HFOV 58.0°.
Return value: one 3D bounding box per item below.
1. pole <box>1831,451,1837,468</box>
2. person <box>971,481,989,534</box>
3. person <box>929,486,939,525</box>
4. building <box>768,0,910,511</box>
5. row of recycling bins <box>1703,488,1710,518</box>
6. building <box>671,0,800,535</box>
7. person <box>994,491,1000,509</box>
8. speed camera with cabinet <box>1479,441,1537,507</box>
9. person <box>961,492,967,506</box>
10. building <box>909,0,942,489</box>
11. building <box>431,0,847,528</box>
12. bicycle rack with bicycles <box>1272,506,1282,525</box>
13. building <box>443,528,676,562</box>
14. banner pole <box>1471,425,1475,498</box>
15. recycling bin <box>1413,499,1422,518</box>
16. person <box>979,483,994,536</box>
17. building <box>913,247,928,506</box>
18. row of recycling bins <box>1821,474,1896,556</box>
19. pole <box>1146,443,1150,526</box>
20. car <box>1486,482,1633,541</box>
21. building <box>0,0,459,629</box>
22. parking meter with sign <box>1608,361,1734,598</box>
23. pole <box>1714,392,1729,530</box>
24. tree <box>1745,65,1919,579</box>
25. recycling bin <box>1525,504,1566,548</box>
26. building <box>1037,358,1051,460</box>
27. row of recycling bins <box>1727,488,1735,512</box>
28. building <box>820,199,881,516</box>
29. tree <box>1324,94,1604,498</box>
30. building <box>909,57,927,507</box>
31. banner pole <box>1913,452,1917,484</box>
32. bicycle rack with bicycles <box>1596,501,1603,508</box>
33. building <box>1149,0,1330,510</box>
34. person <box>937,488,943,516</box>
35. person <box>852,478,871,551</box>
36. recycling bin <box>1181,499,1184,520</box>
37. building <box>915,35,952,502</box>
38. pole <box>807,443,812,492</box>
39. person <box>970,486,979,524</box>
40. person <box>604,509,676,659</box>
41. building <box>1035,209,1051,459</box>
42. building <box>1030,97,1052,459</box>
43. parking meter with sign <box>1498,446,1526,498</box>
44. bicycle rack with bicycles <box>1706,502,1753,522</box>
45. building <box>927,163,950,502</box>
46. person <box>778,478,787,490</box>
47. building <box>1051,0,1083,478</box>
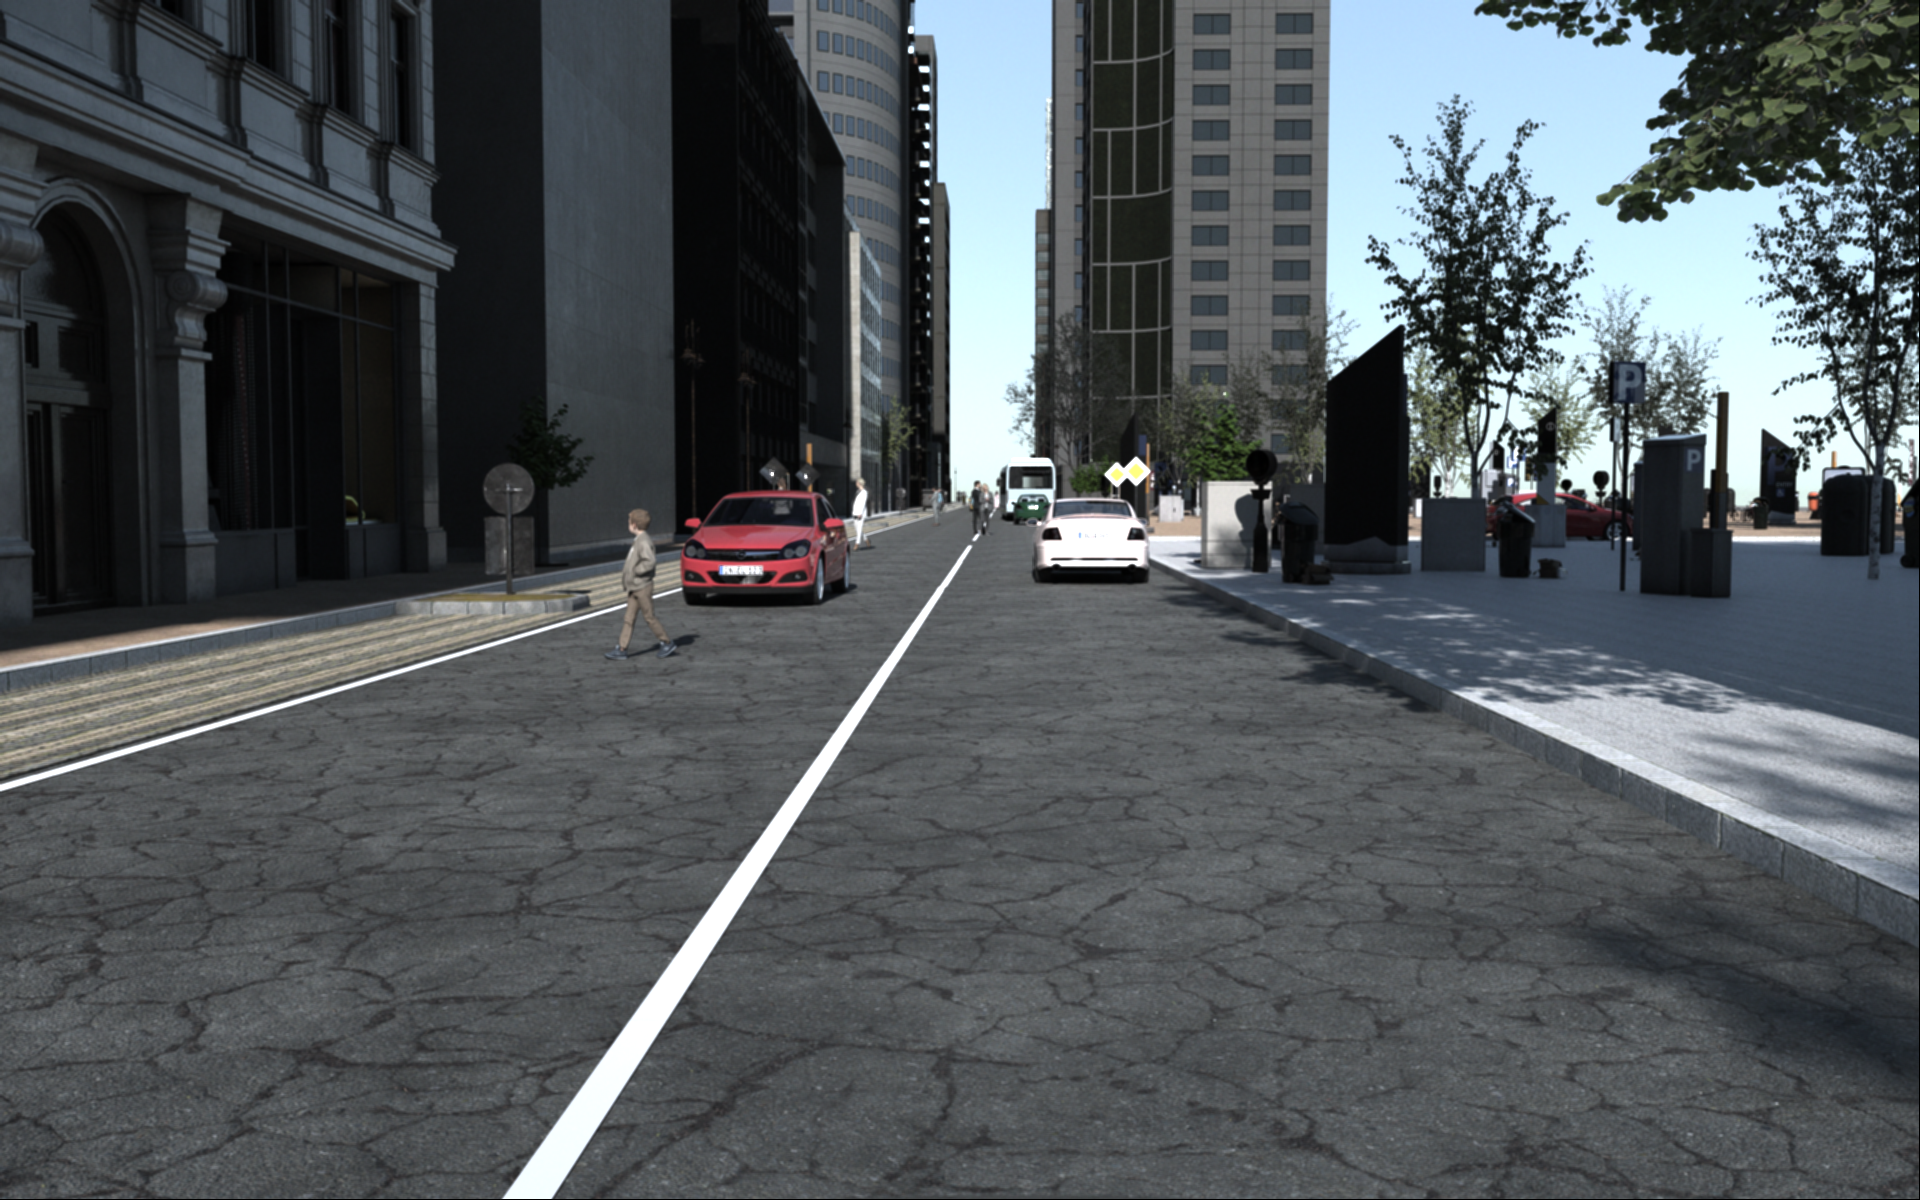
[{"bbox_3d":[41.626,-5.425,82.544,0.158,3.312,0.155,0,3,0],"label":"pole"},{"bbox_3d":[0.692,-3.290,61.659,0.474,1.900,0.648,-3,4,-37],"label":"person"},{"bbox_3d":[-1.184,-4.313,79.196,0.466,1.800,0.511,0,4,2],"label":"person"},{"bbox_3d":[-15.466,-36.759,143.015,21.231,58.520,28.212,0,4,1],"label":"building"},{"bbox_3d":[38.005,-5.229,92.606,3.534,1.692,1.069,1,4,14],"label":"row of recycling bins"},{"bbox_3d":[-12.840,-14.197,61.805,12.332,23.373,15.834,0,4,1],"label":"building"},{"bbox_3d":[3.634,-9.881,170.717,0.621,1.740,0.551,2,4,29],"label":"person"},{"bbox_3d":[20.666,-4.338,65.269,2.038,3.252,0.660,0,4,6],"label":"speed camera with cabinet"},{"bbox_3d":[0.447,-12.629,215.715,1.217,1.736,0.721,-3,5,-41],"label":"person"},{"bbox_3d":[-13.417,-55.957,227.567,22.319,86.520,31.000,0,4,1],"label":"building"},{"bbox_3d":[-13.989,-16.290,85.416,14.314,24.678,30.058,0,4,1],"label":"building"},{"bbox_3d":[12.244,-3.591,72.093,2.925,0.926,2.852,0,4,6],"label":"bicycle rack with bicycles"},{"bbox_3d":[-22.410,-13.457,39.090,30.058,24.678,14.314,0,4,1],"label":"building"},{"bbox_3d":[18.623,-4.459,62.922,0.401,3.779,0.863,1,4,17],"label":"banner pole"},{"bbox_3d":[24.796,-4.928,93.135,0.722,1.027,0.722,0,4,1],"label":"recycling bin"},{"bbox_3d":[0.922,-3.132,59.891,0.537,1.800,0.526,0,4,-1],"label":"person"},{"bbox_3d":[-10.908,-25.811,193.704,14.160,30.474,14.107,0,4,1],"label":"building"},{"bbox_3d":[19.332,-1.837,37.141,1.069,1.692,3.534,3,5,39],"label":"row of recycling bins"},{"bbox_3d":[7.528,-4.646,69.809,0.158,3.312,0.155,0,3,0],"label":"pole"},{"bbox_3d":[17.522,-2.533,50.452,4.494,1.783,2.155,0,4,1],"label":"car"},{"bbox_3d":[-13.573,-9.658,8.813,10.553,20.767,40.483,0,4,1],"label":"building"},{"bbox_3d":[9.102,-1.582,22.125,0.543,3.016,1.738,-1,4,-22],"label":"parking meter with sign"},{"bbox_3d":[15.233,-2.497,34.663,0.158,3.312,0.155,0,3,0],"label":"pole"},{"bbox_3d":[13.911,-4.635,26.139,4.360,8.622,3.978,0,3,0],"label":"tree"},{"bbox_3d":[14.157,-1.795,41.902,0.722,1.027,0.722,-1,4,-14],"label":"recycling bin"},{"bbox_3d":[24.342,-23.481,228.958,27.650,21.520,28.899,0,4,1],"label":"building"},{"bbox_3d":[53.291,-7.067,122.664,1.069,1.692,3.534,-2,4,-27],"label":"row of recycling bins"},{"bbox_3d":[-10.761,-15.554,109.063,10.420,20.320,16.860,0,4,1],"label":"building"},{"bbox_3d":[9.573,-4.991,31.963,4.737,8.622,4.395,0,3,0],"label":"tree"},{"bbox_3d":[-14.719,-31.638,171.912,22.147,44.769,28.867,0,4,1],"label":"building"},{"bbox_3d":[55.596,-6.786,100.961,0.401,3.779,0.863,1,4,11],"label":"banner pole"},{"bbox_3d":[46.017,-6.883,125.925,2.852,0.926,2.925,2,4,26],"label":"bicycle rack with bicycles"},{"bbox_3d":[18.718,-43.208,144.710,20.563,71.187,20.611,0,4,1],"label":"building"},{"bbox_3d":[-1.438,-6.457,113.933,0.638,1.841,0.748,-1,4,-13],"label":"person"},{"bbox_3d":[-2.481,-2.171,43.872,0.514,1.842,0.818,3,5,42],"label":"person"},{"bbox_3d":[10.404,-4.388,84.298,0.722,1.027,0.722,-3,4,-36],"label":"recycling bin"},{"bbox_3d":[-11.765,-51.227,275.807,20.563,71.187,20.611,0,4,1],"label":"building"},{"bbox_3d":[-6.077,-4.649,69.855,0.158,3.312,0.155,0,3,0],"label":"pole"},{"bbox_3d":[0.832,-4.619,83.890,0.748,1.841,0.638,-1,4,-23],"label":"person"},{"bbox_3d":[-2.774,-0.141,15.084,0.640,1.303,0.475,-3,4,-36],"label":"person"},{"bbox_3d":[17.828,-34.642,249.986,14.154,41.232,14.086,0,4,1],"label":"building"},{"bbox_3d":[22.391,-58.636,271.368,22.319,86.520,31.000,0,4,1],"label":"building"},{"bbox_3d":[20.072,-4.114,63.523,0.543,3.016,1.738,0,4,-8],"label":"parking meter with sign"},{"bbox_3d":[36.214,-4.076,80.027,2.925,0.926,2.852,-2,4,-30],"label":"bicycle rack with bicycles"},{"bbox_3d":[-12.470,-38.639,255.443,21.300,48.544,21.600,0,4,1],"label":"building"},{"bbox_3d":[-4.050,-1.850,39.025,0.520,1.790,0.573,-1,4,-18],"label":"person"},{"bbox_3d":[19.438,-38.376,169.452,21.231,58.520,28.212,0,4,1],"label":"building"}]
